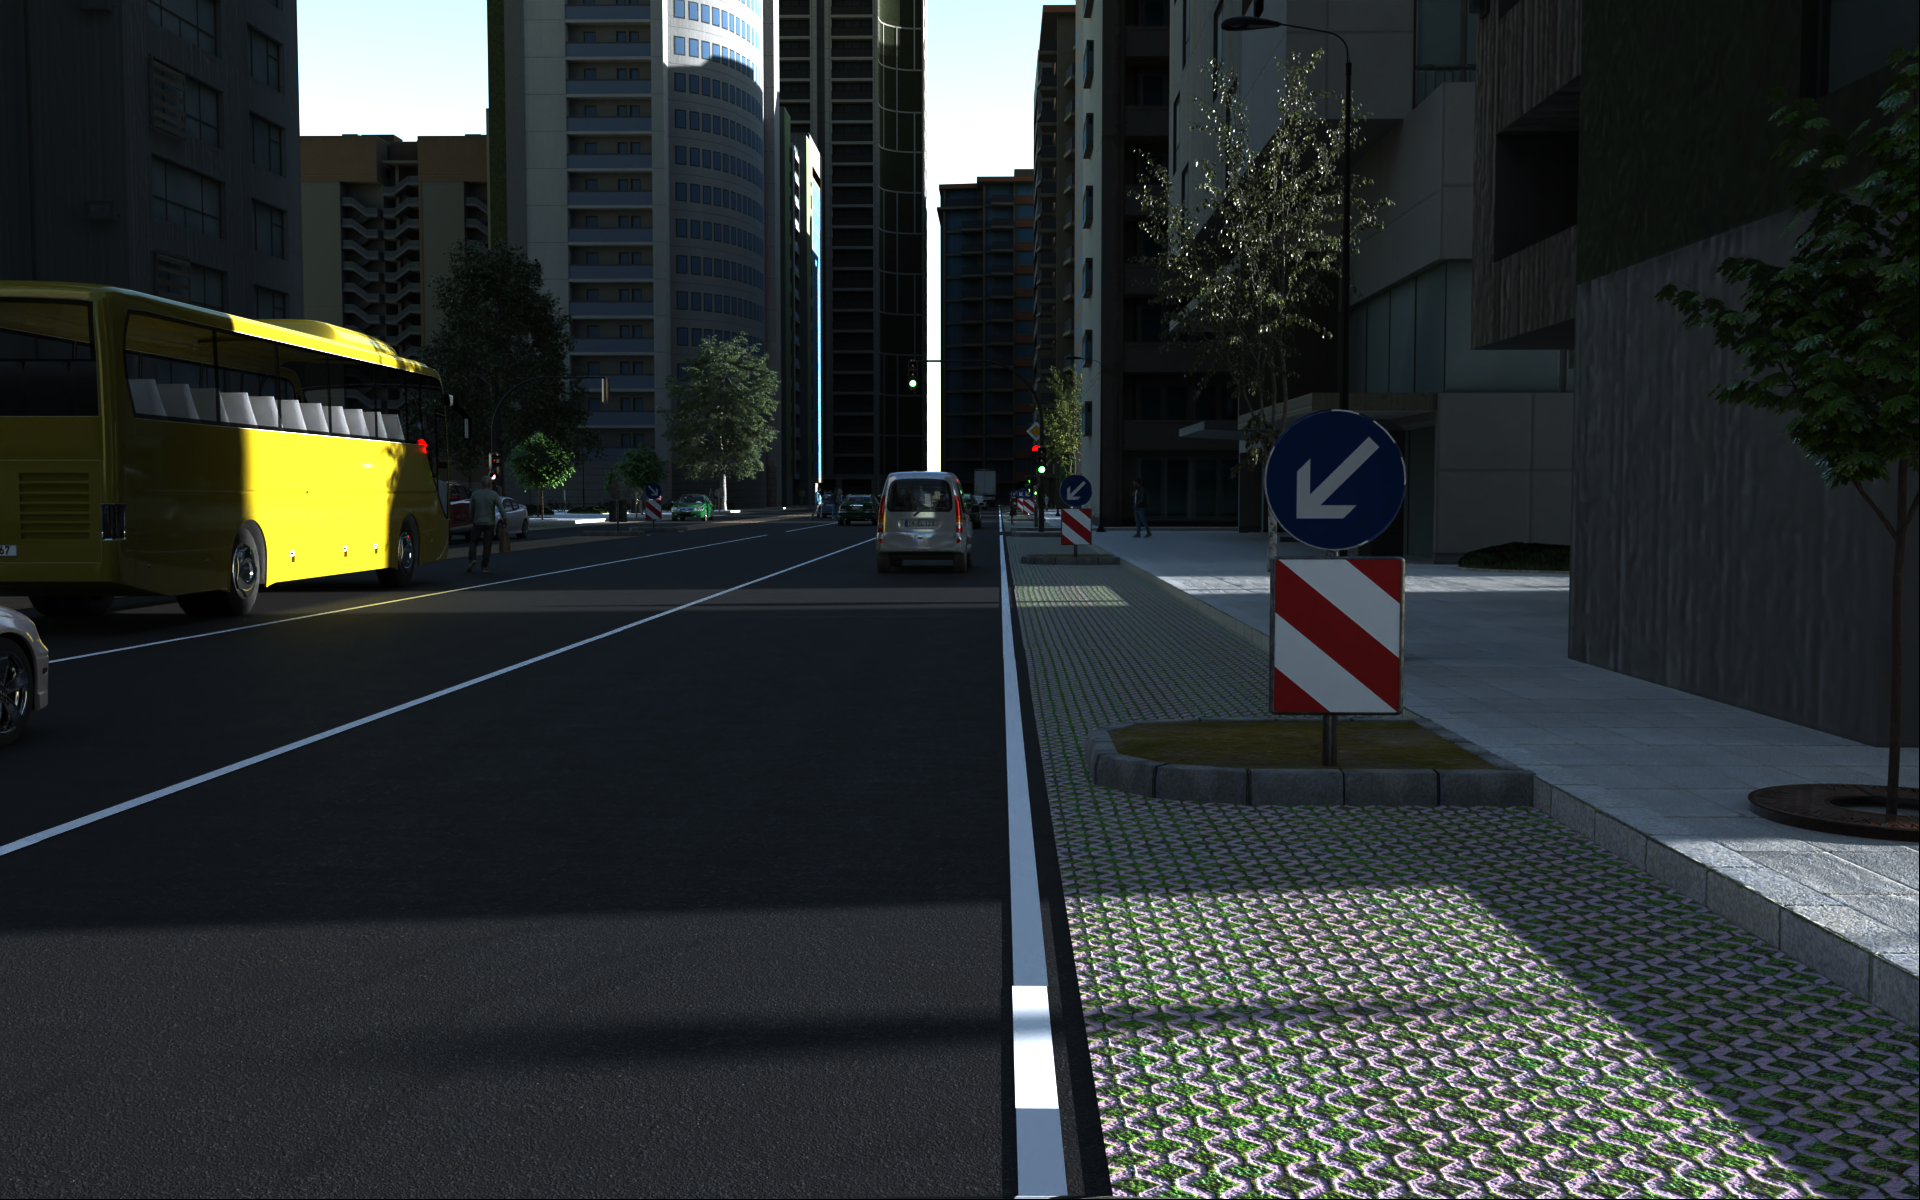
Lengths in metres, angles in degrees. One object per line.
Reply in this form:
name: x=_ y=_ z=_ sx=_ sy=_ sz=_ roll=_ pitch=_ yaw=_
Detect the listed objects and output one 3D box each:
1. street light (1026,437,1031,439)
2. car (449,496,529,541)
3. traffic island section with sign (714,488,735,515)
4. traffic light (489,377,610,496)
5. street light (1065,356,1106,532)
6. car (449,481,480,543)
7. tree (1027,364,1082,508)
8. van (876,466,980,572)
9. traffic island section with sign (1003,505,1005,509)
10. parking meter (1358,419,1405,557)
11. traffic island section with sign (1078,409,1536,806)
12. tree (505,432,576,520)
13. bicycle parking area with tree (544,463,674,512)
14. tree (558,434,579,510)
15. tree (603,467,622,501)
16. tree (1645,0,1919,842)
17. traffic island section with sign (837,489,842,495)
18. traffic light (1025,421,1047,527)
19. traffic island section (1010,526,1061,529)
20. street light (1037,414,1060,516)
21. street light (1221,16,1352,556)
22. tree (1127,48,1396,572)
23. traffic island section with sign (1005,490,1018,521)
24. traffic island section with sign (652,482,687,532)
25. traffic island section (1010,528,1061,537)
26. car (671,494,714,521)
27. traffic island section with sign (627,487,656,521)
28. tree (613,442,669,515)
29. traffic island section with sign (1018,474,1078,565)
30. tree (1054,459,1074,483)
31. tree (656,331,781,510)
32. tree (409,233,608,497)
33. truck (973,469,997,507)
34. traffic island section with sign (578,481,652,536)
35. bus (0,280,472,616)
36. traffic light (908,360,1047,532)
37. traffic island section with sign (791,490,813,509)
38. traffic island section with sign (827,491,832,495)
street light: x=6.031 y=-10.318 z=141.233 sx=1.470 sy=5.913 sz=1.316 roll=0 pitch=4 yaw=1
car: x=-15.060 y=-2.603 z=54.920 sx=2.083 sy=1.381 sz=4.827 roll=0 pitch=4 yaw=2
traffic island section with sign: x=-16.599 y=-6.770 z=119.314 sx=1.989 sy=1.847 sz=2.006 roll=0 pitch=4 yaw=1
traffic light: x=-15.952 y=-5.655 z=67.119 sx=4.771 sy=5.953 sz=1.251 roll=0 pitch=4 yaw=1
street light: x=4.229 y=-5.251 z=58.395 sx=1.470 sy=5.913 sz=1.316 roll=0 pitch=4 yaw=1
car: x=-15.267 y=-2.507 z=49.661 sx=2.281 sy=1.827 sz=5.304 roll=0 pitch=3 yaw=0
tree: x=6.000 y=-8.960 z=96.863 sx=4.737 sy=8.622 sz=4.395 roll=0 pitch=3 yaw=0
van: x=-0.635 y=-1.592 z=33.038 sx=2.013 sy=2.044 sz=4.112 roll=0 pitch=4 yaw=3
traffic island section with sign: x=4.120 y=-6.720 z=118.499 sx=1.989 sy=1.847 sz=2.006 roll=0 pitch=4 yaw=1
parking meter: x=3.245 y=-0.468 z=13.360 sx=0.255 sy=1.863 sz=0.399 roll=0 pitch=4 yaw=-5
traffic island section with sign: x=1.661 y=-0.014 z=8.861 sx=1.989 sy=1.847 sz=2.006 roll=0 pitch=4 yaw=1
tree: x=-22.798 y=-6.725 z=93.666 sx=4.285 sy=4.588 sz=4.351 roll=0 pitch=3 yaw=0
bicycle parking area with tree: x=-24.966 y=-8.444 z=125.062 sx=8.231 sy=4.147 sz=9.016 roll=2 pitch=4 yaw=30
tree: x=-32.268 y=-11.609 z=140.172 sx=4.737 sy=8.622 sz=4.395 roll=0 pitch=3 yaw=0
tree: x=-24.068 y=-7.622 z=119.226 sx=1.663 sy=3.219 sz=1.824 roll=0 pitch=3 yaw=0
tree: x=3.687 y=-0.736 z=6.628 sx=1.663 sy=3.219 sz=1.824 roll=0 pitch=3 yaw=0
traffic island section with sign: x=-10.024 y=-8.181 z=141.900 sx=2.006 sy=1.907 sz=1.989 roll=0 pitch=4 yaw=1
traffic light: x=2.911 y=-4.756 z=66.680 sx=0.839 sy=4.253 sz=0.868 roll=0 pitch=4 yaw=1
traffic island section: x=2.951 y=-2.722 z=66.793 sx=2.009 sy=0.180 sz=2.903 roll=0 pitch=4 yaw=1
street light: x=5.131 y=-7.808 z=100.194 sx=1.470 sy=5.913 sz=1.316 roll=0 pitch=4 yaw=1
street light: x=3.235 y=-2.719 z=16.997 sx=1.470 sy=5.913 sz=1.316 roll=0 pitch=4 yaw=1
tree: x=4.894 y=-4.765 z=28.269 sx=4.360 sy=8.622 sz=3.978 roll=0 pitch=3 yaw=0
traffic island section with sign: x=3.508 y=-5.062 z=91.386 sx=1.989 sy=1.847 sz=2.006 roll=0 pitch=4 yaw=1
traffic island section with sign: x=-11.693 y=-3.587 z=66.780 sx=2.006 sy=1.907 sz=1.989 roll=0 pitch=4 yaw=1
traffic island section: x=2.773 y=-2.234 z=58.810 sx=2.009 sy=0.180 sz=2.903 roll=0 pitch=4 yaw=1
car: x=-14.341 y=-4.973 z=93.098 sx=2.131 sy=1.459 sz=4.920 roll=0 pitch=4 yaw=-1
traffic island section with sign: x=-17.204 y=-5.090 z=91.856 sx=1.989 sy=1.847 sz=2.006 roll=0 pitch=4 yaw=1
tree: x=-19.597 y=-7.501 z=106.349 sx=4.285 sy=4.588 sz=4.351 roll=0 pitch=3 yaw=0
traffic island section with sign: x=2.257 y=-1.662 z=35.809 sx=1.989 sy=1.847 sz=2.006 roll=0 pitch=4 yaw=1
tree: x=9.266 y=-9.544 z=139.758 sx=4.285 sy=4.588 sz=4.351 roll=0 pitch=3 yaw=0
tree: x=-18.681 y=-13.987 z=135.336 sx=9.857 sy=13.997 sz=8.962 roll=0 pitch=3 yaw=0
tree: x=-20.417 y=-9.741 z=76.271 sx=9.611 sy=12.733 sz=9.660 roll=0 pitch=3 yaw=0
truck: x=2.859 y=-12.825 z=198.596 sx=2.839 sy=4.237 sz=11.283 roll=0 pitch=4 yaw=1
traffic island section with sign: x=-11.868 y=-3.134 z=59.375 sx=2.006 sy=1.907 sz=1.989 roll=0 pitch=4 yaw=1
bus: x=-9.644 y=-1.935 z=23.191 sx=2.896 sy=3.916 sz=12.252 roll=0 pitch=4 yaw=0
traffic light: x=0.640 y=-5.134 z=58.602 sx=4.771 sy=5.953 sz=1.251 roll=0 pitch=4 yaw=1
traffic island section with sign: x=-15.477 y=-9.862 z=169.874 sx=1.989 sy=1.847 sz=2.006 roll=0 pitch=4 yaw=1
traffic island section with sign: x=-14.852 y=-11.543 z=197.355 sx=1.989 sy=1.847 sz=2.006 roll=0 pitch=4 yaw=1
